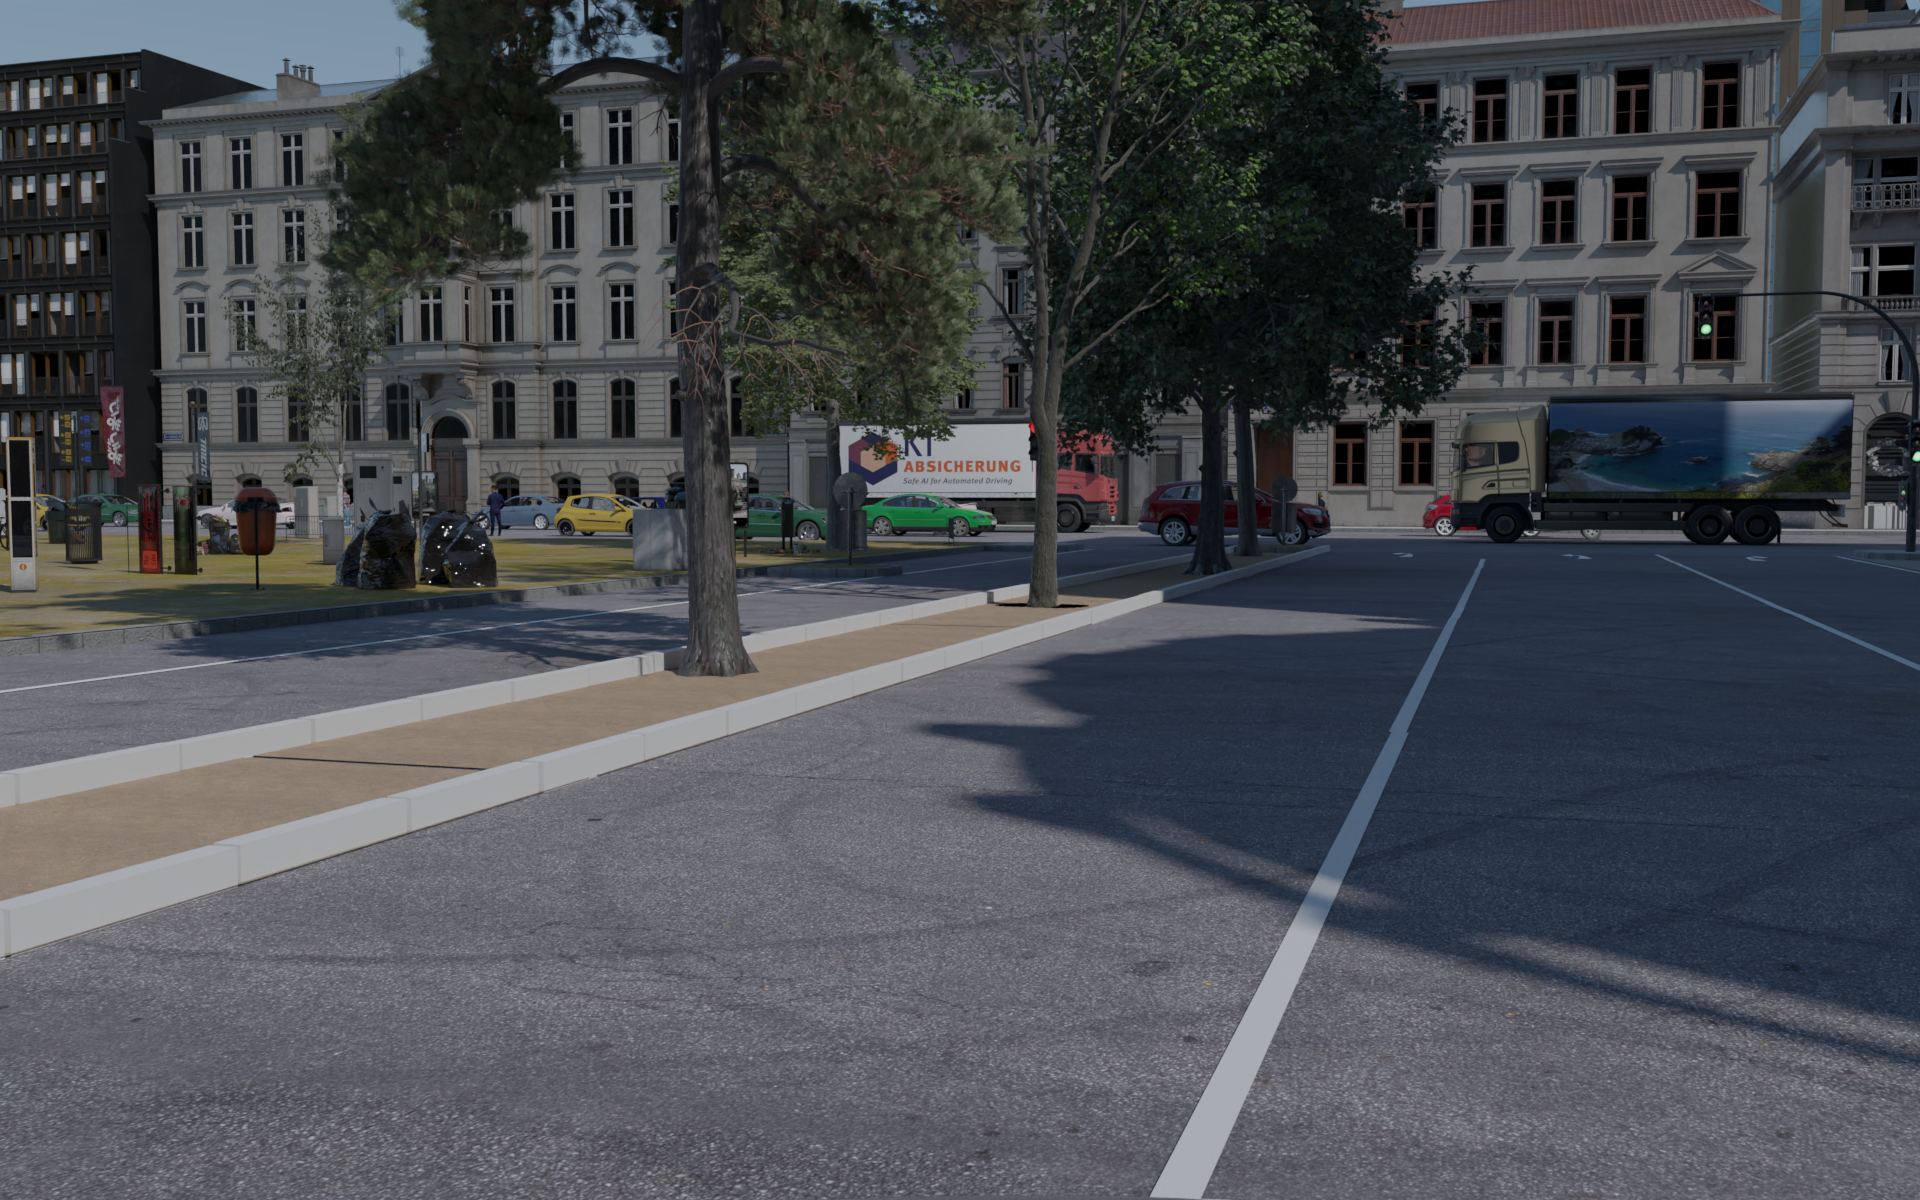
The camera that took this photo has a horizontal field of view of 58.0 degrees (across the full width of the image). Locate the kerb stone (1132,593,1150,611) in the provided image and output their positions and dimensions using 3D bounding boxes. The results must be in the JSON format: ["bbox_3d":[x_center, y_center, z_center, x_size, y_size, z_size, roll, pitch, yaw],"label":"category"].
[{"bbox_3d":[2.170,0.049,21.509,0.120,0.150,1.000,1,4,18],"label":"kerb stone"}]

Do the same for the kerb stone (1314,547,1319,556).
[{"bbox_3d":[8.137,-1.087,40.102,0.120,0.150,1.000,1,4,18],"label":"kerb stone"}]

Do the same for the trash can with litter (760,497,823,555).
[{"bbox_3d":[-3.544,-1.639,37.854,1.678,1.210,2.233,1,4,14],"label":"trash can with litter"}]

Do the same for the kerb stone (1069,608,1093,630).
[{"bbox_3d":[1.227,0.222,18.571,0.120,0.150,1.000,1,4,18],"label":"kerb stone"}]

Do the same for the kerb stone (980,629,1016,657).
[{"bbox_3d":[0.292,0.401,15.636,0.120,0.150,1.000,1,4,18],"label":"kerb stone"}]

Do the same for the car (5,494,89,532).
[{"bbox_3d":[-35.619,-3.477,67.065,3.980,1.641,2.015,1,4,19],"label":"car"}]

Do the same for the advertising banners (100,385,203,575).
[{"bbox_3d":[-12.960,-1.928,27.708,2.074,3.025,0.090,2,4,23],"label":"advertising banners"}]

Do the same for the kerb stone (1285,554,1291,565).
[{"bbox_3d":[6.562,-0.794,35.209,0.120,0.150,1.000,1,4,18],"label":"kerb stone"}]

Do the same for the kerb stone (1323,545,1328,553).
[{"bbox_3d":[8.759,-1.209,42.059,0.120,0.150,1.000,1,4,18],"label":"kerb stone"}]

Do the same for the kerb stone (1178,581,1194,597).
[{"bbox_3d":[3.115,-0.138,24.454,0.120,0.150,1.000,1,4,18],"label":"kerb stone"}]

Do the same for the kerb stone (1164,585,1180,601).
[{"bbox_3d":[2.800,-0.074,23.475,0.120,0.150,1.000,1,4,18],"label":"kerb stone"}]

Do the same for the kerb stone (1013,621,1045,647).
[{"bbox_3d":[0.601,0.341,16.614,0.120,0.150,1.000,1,4,18],"label":"kerb stone"}]

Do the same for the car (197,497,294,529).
[{"bbox_3d":[-29.157,-3.610,71.384,4.827,1.381,2.083,1,4,16],"label":"car"}]

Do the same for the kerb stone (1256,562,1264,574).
[{"bbox_3d":[5.311,-0.557,31.299,0.120,0.150,1.000,1,4,18],"label":"kerb stone"}]

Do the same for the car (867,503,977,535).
[{"bbox_3d":[-1.739,-3.030,61.907,4.827,1.381,2.083,1,4,18],"label":"car"}]

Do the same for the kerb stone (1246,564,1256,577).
[{"bbox_3d":[5.006,-0.493,30.313,0.120,0.150,1.000,1,4,18],"label":"kerb stone"}]

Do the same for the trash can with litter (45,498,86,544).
[{"bbox_3d":[-22.985,-2.031,44.587,1.055,1.170,0.624,1,4,13],"label":"trash can with litter"}]

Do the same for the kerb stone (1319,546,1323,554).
[{"bbox_3d":[8.442,-1.155,41.080,0.120,0.150,1.000,1,4,18],"label":"kerb stone"}]

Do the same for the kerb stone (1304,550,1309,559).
[{"bbox_3d":[7.508,-0.976,38.146,0.120,0.150,1.000,1,4,18],"label":"kerb stone"}]

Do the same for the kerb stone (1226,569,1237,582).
[{"bbox_3d":[4.365,-0.377,28.361,0.120,0.150,1.000,1,4,18],"label":"kerb stone"}]

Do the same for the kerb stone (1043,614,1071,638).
[{"bbox_3d":[0.918,0.281,17.593,0.120,0.150,1.000,1,4,18],"label":"kerb stone"}]

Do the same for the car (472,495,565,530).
[{"bbox_3d":[-17.602,-3.558,70.173,4.499,1.417,2.014,1,4,20],"label":"car"}]

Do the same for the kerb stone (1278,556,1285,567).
[{"bbox_3d":[6.259,-0.736,34.230,0.120,0.150,1.000,1,4,18],"label":"kerb stone"}]

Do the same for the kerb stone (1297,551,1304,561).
[{"bbox_3d":[7.200,-0.915,37.168,0.120,0.150,1.000,1,4,18],"label":"kerb stone"}]

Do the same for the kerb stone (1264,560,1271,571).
[{"bbox_3d":[5.624,-0.616,32.275,0.120,0.150,1.000,1,4,18],"label":"kerb stone"}]

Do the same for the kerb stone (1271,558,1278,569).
[{"bbox_3d":[5.940,-0.676,33.250,0.120,0.150,1.000,1,4,18],"label":"kerb stone"}]

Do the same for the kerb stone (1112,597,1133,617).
[{"bbox_3d":[1.861,0.104,20.531,0.120,0.150,1.000,1,4,18],"label":"kerb stone"}]

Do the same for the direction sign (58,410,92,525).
[{"bbox_3d":[-24.040,-3.371,47.114,0.379,3.537,0.876,2,4,34],"label":"direction sign"}]

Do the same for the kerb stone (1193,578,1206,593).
[{"bbox_3d":[3.429,-0.197,25.429,0.120,0.150,1.000,1,4,18],"label":"kerb stone"}]

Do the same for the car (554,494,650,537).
[{"bbox_3d":[-11.733,-2.966,58.717,3.980,1.641,2.015,1,4,17],"label":"car"}]

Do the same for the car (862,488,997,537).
[{"bbox_3d":[-1.073,-3.061,58.845,4.718,1.807,1.959,1,4,19],"label":"car"}]

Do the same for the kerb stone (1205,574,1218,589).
[{"bbox_3d":[3.750,-0.256,26.405,0.120,0.150,1.000,1,4,18],"label":"kerb stone"}]

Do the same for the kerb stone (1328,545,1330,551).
[{"bbox_3d":[9.077,-1.271,43.041,0.120,0.150,1.000,1,4,18],"label":"kerb stone"}]

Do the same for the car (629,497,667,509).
[{"bbox_3d":[-12.671,-3.427,68.615,3.894,1.354,1.945,1,4,18],"label":"car"}]

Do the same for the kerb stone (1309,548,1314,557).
[{"bbox_3d":[7.824,-1.035,39.125,0.120,0.150,1.000,1,4,18],"label":"kerb stone"}]

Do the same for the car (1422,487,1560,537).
[{"bbox_3d":[17.911,-3.021,58.426,4.494,1.783,2.155,1,4,19],"label":"car"}]

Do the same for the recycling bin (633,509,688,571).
[{"bbox_3d":[-5.022,-1.015,29.154,0.722,1.027,0.722,1,4,22],"label":"recycling bin"}]

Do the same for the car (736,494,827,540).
[{"bbox_3d":[-5.487,-2.409,51.188,4.920,1.459,2.131,1,4,18],"label":"car"}]

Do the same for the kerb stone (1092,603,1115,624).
[{"bbox_3d":[1.550,0.164,19.552,0.120,0.150,1.000,1,4,18],"label":"kerb stone"}]

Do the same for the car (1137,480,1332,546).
[{"bbox_3d":[7.589,-2.404,47.977,5.304,1.827,2.281,1,4,17],"label":"car"}]

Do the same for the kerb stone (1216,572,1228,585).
[{"bbox_3d":[4.053,-0.317,27.384,0.120,0.150,1.000,1,4,18],"label":"kerb stone"}]

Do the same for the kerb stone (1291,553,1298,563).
[{"bbox_3d":[6.884,-0.854,36.189,0.120,0.150,1.000,1,4,18],"label":"kerb stone"}]

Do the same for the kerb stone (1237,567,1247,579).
[{"bbox_3d":[4.680,-0.435,29.341,0.120,0.150,1.000,1,4,18],"label":"kerb stone"}]

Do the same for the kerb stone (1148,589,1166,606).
[{"bbox_3d":[2.486,-0.018,22.495,0.120,0.150,1.000,1,4,18],"label":"kerb stone"}]

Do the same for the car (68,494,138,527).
[{"bbox_3d":[-37.689,-3.966,76.639,4.920,1.459,2.131,1,4,19],"label":"car"}]
